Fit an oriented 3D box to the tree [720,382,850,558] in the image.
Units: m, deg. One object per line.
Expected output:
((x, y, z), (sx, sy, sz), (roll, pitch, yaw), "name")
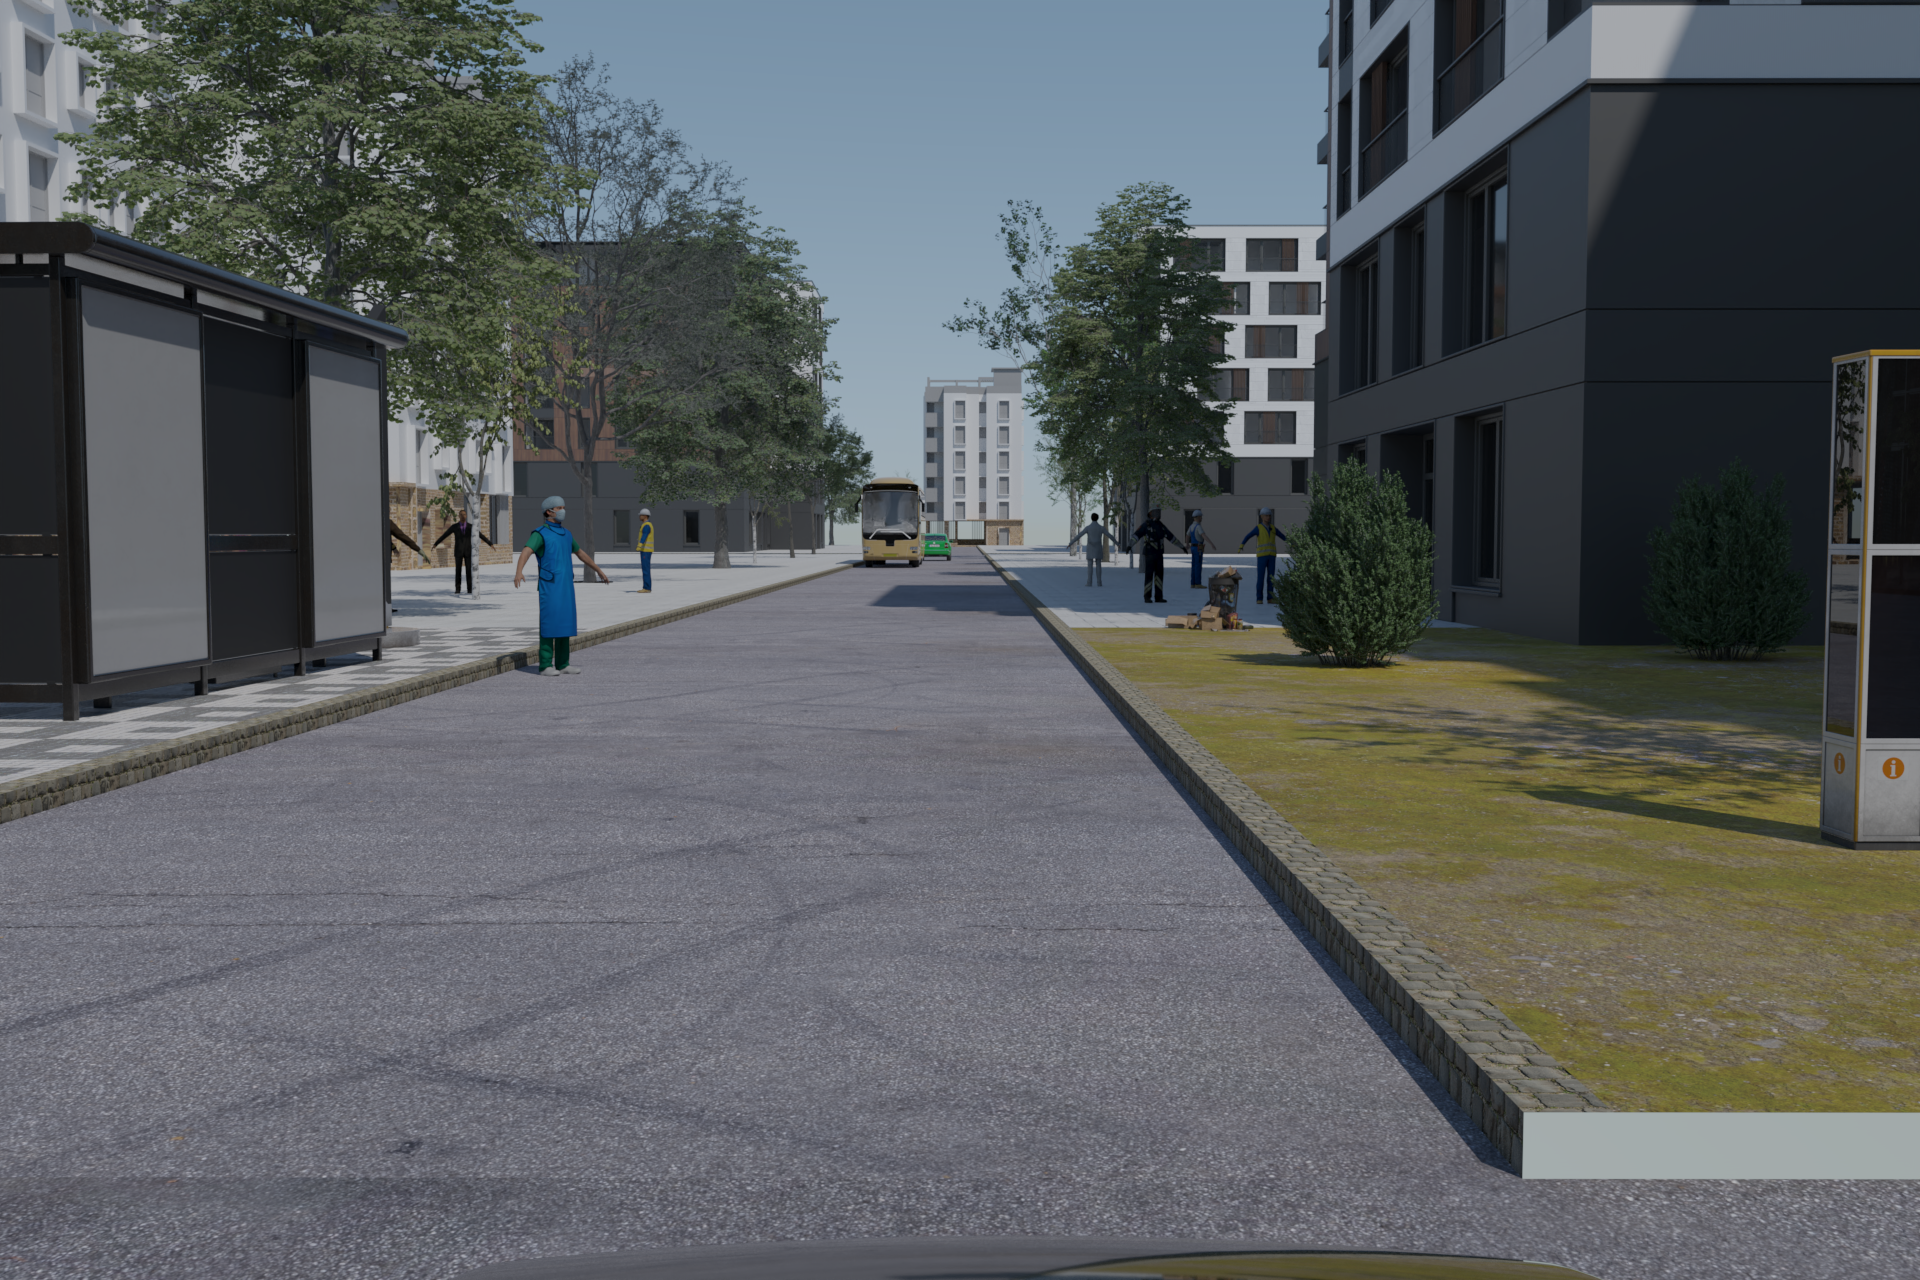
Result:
((-9.293, -9.660, 92.355), (7.601, 10.594, 8.767), (0, 4, 3), "tree")

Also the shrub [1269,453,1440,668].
((3.842, -0.785, 16.873), (1.661, 2.075, 1.752), (0, 3, 0), "shrub")

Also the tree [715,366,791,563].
((-8.939, -7.658, 75.575), (4.360, 8.622, 3.978), (0, 3, 0), "tree")

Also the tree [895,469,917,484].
((-6.005, -14.954, 194.853), (4.360, 8.622, 3.978), (0, 3, 0), "tree")

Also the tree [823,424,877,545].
((-14.381, -17.628, 194.868), (9.857, 13.997, 8.962), (0, 3, 0), "tree")

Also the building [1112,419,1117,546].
((24.574, -18.436, 167.879), (16.747, 18.905, 31.486), (0, 3, 0), "building")

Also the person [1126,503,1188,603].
((3.633, -1.620, 32.274), (1.354, 1.856, 0.705), (-2, 4, -27), "person")

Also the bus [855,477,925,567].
((-2.933, -5.294, 78.110), (2.896, 3.916, 12.252), (0, 4, 0), "bus")

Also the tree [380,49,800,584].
((-9.782, -8.231, 44.941), (12.009, 13.543, 11.850), (0, 3, 0), "tree")

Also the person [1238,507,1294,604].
((5.646, -1.547, 31.763), (1.216, 1.772, 0.721), (-1, 4, -16), "person")

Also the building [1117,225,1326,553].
((25.633, -17.551, 130.930), (27.936, 21.610, 32.646), (0, 3, 0), "building")

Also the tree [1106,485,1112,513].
((18.197, -14.932, 194.492), (4.737, 8.622, 4.395), (0, 3, 0), "tree")

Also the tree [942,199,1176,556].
((5.132, -14.921, 99.853), (12.611, 20.169, 13.585), (0, 3, 0), "tree")

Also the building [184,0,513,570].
((-24.394, -12.590, 62.272), (16.016, 20.090, 11.380), (0, 4, -1), "building")

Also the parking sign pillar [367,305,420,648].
((-6.971, -1.918, 19.828), (1.447, 3.967, 1.447), (0, 4, 2), "parking sign pillar")

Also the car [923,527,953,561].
((-1.350, -5.198, 93.782), (1.959, 1.807, 4.718), (0, 4, 0), "car")

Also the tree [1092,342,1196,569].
((6.495, -6.958, 64.128), (4.737, 8.622, 4.395), (0, 3, 0), "tree")

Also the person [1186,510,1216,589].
((5.611, -2.136, 40.785), (0.705, 1.847, 1.347), (-1, 4, -21), "person")

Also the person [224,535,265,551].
((-15.171, -1.823, 36.602), (0.721, 1.733, 1.217), (1, 4, 21), "person")

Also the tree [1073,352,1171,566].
((6.135, -7.334, 70.272), (4.360, 8.622, 3.978), (0, 3, 0), "tree")

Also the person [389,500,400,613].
((-9.384, -1.365, 28.247), (0.705, 1.837, 1.347), (0, 4, -7), "person")

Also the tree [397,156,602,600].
((-9.363, -5.104, 33.812), (4.737, 8.622, 4.395), (0, 3, 0), "tree")

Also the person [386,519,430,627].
((-7.277, -0.942, 21.537), (1.346, 1.812, 0.704), (-3, 4, -37), "person")

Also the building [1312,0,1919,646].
((21.082, -11.710, 35.432), (27.936, 21.610, 32.646), (0, 4, 0), "building")

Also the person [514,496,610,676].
((-4.088, -0.551, 17.595), (0.704, 1.817, 1.347), (2, 4, 29), "person")

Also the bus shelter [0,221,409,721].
((-6.811, -2.175, 13.186), (2.179, 5.291, 8.768), (0, 4, 2), "bus shelter")

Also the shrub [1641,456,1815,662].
((7.824, -0.832, 17.639), (1.661, 2.075, 1.752), (0, 3, 0), "shrub")

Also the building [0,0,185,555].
((-27.600, -11.096, 37.837), (16.016, 20.090, 11.380), (0, 4, 0), "building")

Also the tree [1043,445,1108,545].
((13.687, -16.852, 201.282), (9.928, 11.665, 9.643), (0, 3, 0), "tree")

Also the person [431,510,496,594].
((-10.681, -1.898, 37.251), (1.346, 1.802, 0.704), (-1, 4, -20), "person")

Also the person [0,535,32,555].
((-12.274, -0.982, 22.185), (1.348, 1.813, 0.705), (2, 4, 35), "person")

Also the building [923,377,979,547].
((-3.909, -20.920, 200.915), (11.380, 20.090, 16.016), (0, 4, 0), "building")

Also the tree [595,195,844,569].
((-8.951, -9.624, 64.004), (9.857, 13.997, 8.962), (0, 3, 0), "tree")

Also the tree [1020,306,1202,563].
((6.753, -9.308, 77.936), (9.928, 11.665, 9.643), (0, 3, 0), "tree")

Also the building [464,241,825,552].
((-25.812, -17.947, 137.402), (27.936, 21.610, 32.646), (0, 4, 0), "building")

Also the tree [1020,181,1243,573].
((5.694, -8.465, 56.528), (7.486, 12.596, 7.792), (0, 3, 0), "tree")

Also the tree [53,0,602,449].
((-9.135, -6.579, 25.690), (7.486, 12.596, 7.792), (0, 3, 0), "tree")

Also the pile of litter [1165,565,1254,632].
((3.376, -0.587, 23.561), (1.176, 0.858, 1.719), (0, 3, 0), "pile of litter")

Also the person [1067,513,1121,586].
((3.293, -2.221, 42.493), (1.347, 1.806, 0.705), (0, 4, -6), "person")

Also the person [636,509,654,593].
((-6.894, -1.948, 37.812), (0.705, 1.833, 1.349), (0, 4, -5), "person")

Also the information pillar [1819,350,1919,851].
((3.770, -0.159, 7.098), (0.304, 2.012, 0.304), (0, 3, 0), "information pillar")

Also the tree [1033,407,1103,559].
((6.327, -8.386, 87.481), (4.360, 8.622, 3.978), (0, 3, 0), "tree")

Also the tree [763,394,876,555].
((-9.077, -10.661, 108.712), (8.767, 10.594, 7.601), (1, 4, 14), "tree")
